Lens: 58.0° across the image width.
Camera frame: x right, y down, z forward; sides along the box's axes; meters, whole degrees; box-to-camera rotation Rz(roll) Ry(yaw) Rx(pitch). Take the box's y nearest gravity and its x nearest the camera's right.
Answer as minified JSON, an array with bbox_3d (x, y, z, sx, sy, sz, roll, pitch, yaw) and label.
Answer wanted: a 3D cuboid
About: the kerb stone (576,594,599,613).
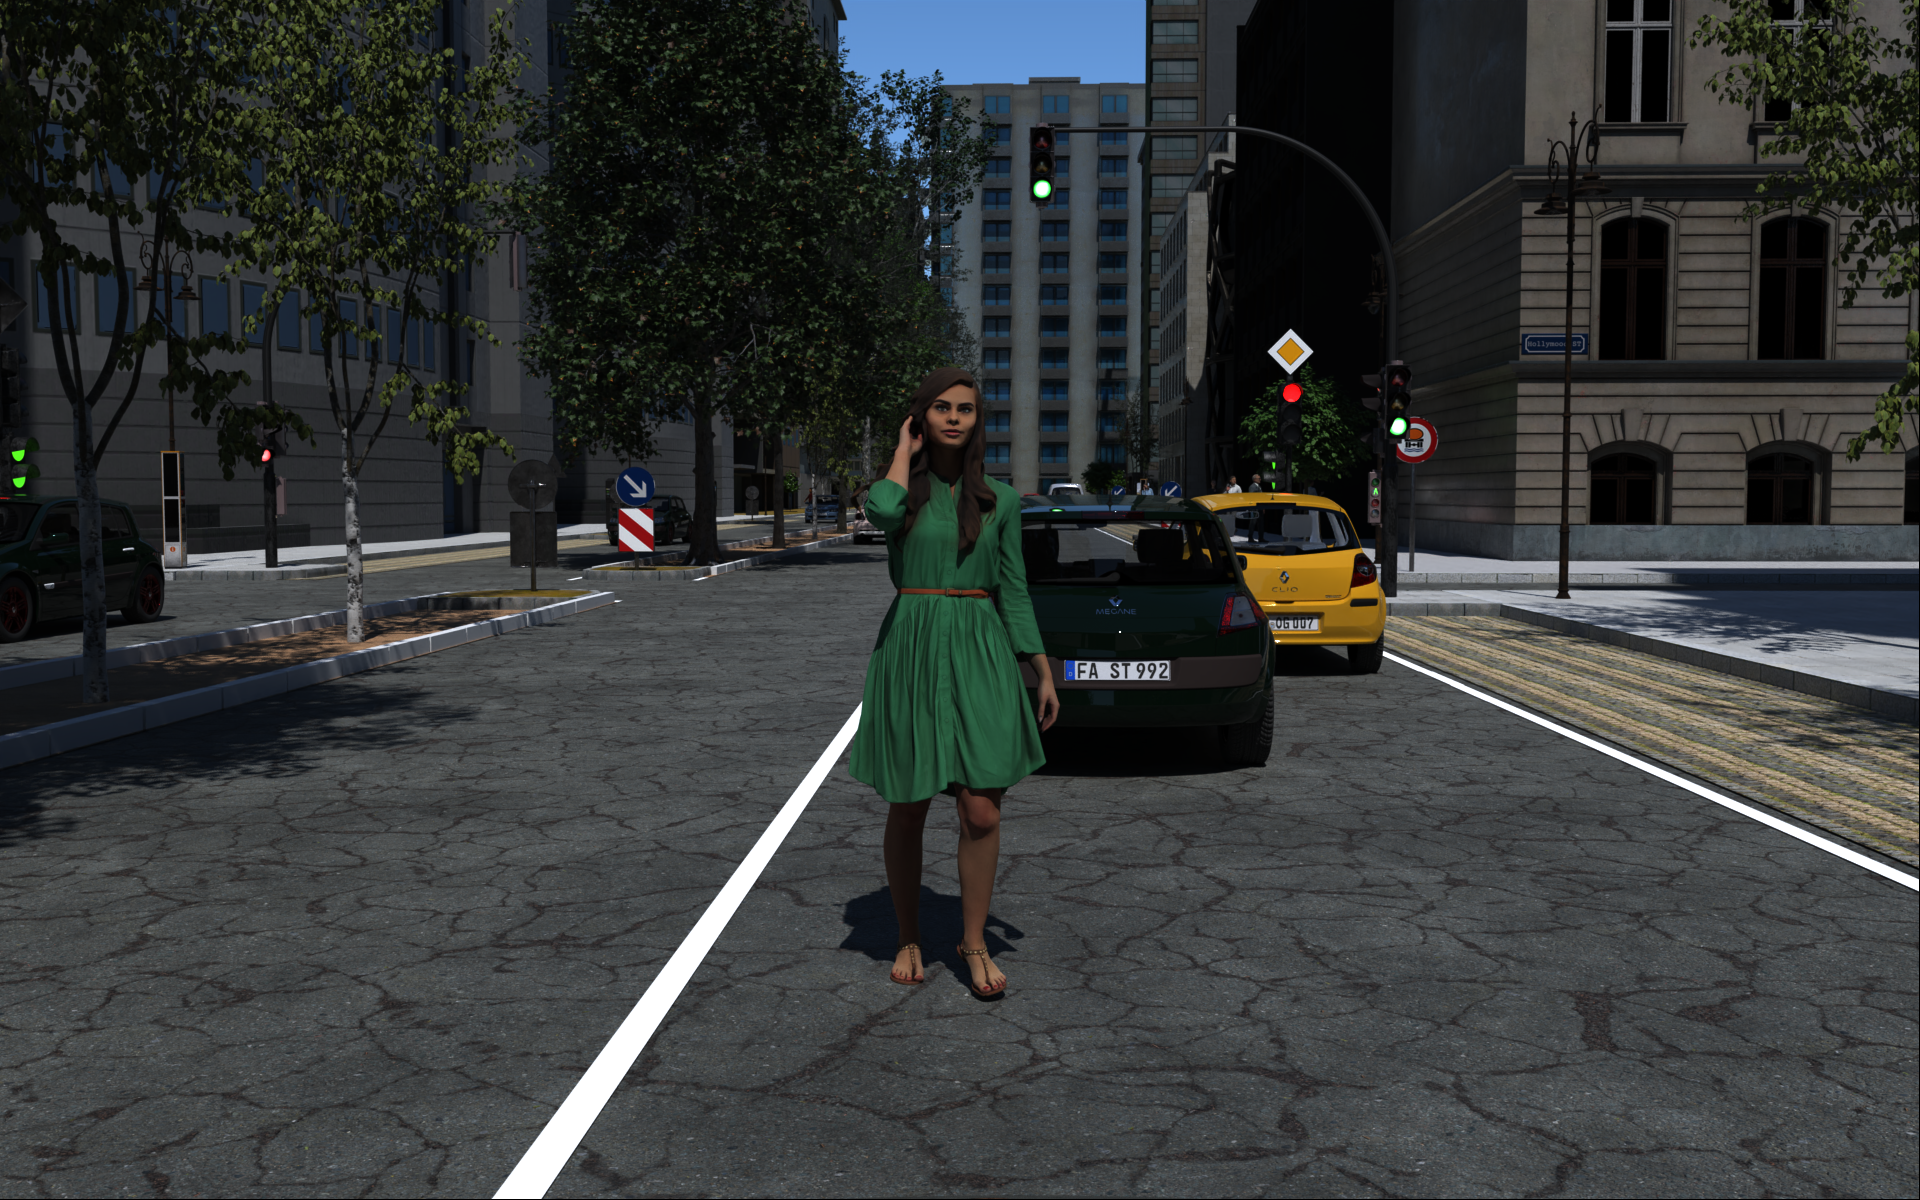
[{"bbox_3d":[-4.636,0.059,21.229,0.120,0.150,1.000,0,4,2],"label":"kerb stone"}]

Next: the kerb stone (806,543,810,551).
[{"bbox_3d":[-3.923,-1.289,43.273,0.120,0.150,1.000,0,4,2],"label":"kerb stone"}]

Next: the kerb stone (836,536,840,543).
[{"bbox_3d":[-3.693,-1.728,50.449,0.120,0.150,1.000,0,4,2],"label":"kerb stone"}]

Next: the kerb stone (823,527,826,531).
[{"bbox_3d":[-5.293,-2.673,65.895,0.120,0.150,1.000,0,4,2],"label":"kerb stone"}]

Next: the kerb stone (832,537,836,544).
[{"bbox_3d":[-3.720,-1.665,49.424,0.120,0.150,1.000,0,4,2],"label":"kerb stone"}]

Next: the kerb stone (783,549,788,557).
[{"bbox_3d":[-4.062,-1.035,39.167,0.120,0.150,1.000,0,4,2],"label":"kerb stone"}]

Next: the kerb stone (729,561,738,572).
[{"bbox_3d":[-4.282,-0.600,31.999,0.120,0.150,1.000,0,4,2],"label":"kerb stone"}]

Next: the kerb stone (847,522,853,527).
[{"bbox_3d":[-4.892,-3.424,78.176,0.120,0.150,1.000,0,4,2],"label":"kerb stone"}]

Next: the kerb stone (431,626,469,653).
[{"bbox_3d":[-4.805,0.376,16.092,0.120,0.150,1.000,0,4,2],"label":"kerb stone"}]

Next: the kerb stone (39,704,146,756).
[{"bbox_3d":[-5.009,0.749,9.957,0.120,0.150,1.000,0,4,2],"label":"kerb stone"}]

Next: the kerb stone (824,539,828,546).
[{"bbox_3d":[-3.792,-1.540,47.369,0.120,0.150,1.000,0,4,2],"label":"kerb stone"}]

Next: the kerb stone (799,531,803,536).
[{"bbox_3d":[-5.513,-2.230,58.719,0.120,0.150,1.000,0,4,2],"label":"kerb stone"}]

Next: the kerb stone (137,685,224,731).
[{"bbox_3d":[-4.969,0.686,10.978,0.120,0.150,1.000,0,4,2],"label":"kerb stone"}]

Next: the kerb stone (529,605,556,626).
[{"bbox_3d":[-4.698,0.187,19.171,0.120,0.150,1.000,0,4,2],"label":"kerb stone"}]

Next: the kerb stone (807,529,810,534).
[{"bbox_3d":[-5.461,-2.359,60.769,0.120,0.150,1.000,0,4,2],"label":"kerb stone"}]

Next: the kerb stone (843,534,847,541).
[{"bbox_3d":[-3.626,-1.846,52.504,0.120,0.150,1.000,0,4,2],"label":"kerb stone"}]

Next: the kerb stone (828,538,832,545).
[{"bbox_3d":[-3.751,-1.602,48.398,0.120,0.150,1.000,0,4,2],"label":"kerb stone"}]

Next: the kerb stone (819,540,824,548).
[{"bbox_3d":[-3.819,-1.476,46.340,0.120,0.150,1.000,0,4,2],"label":"kerb stone"}]

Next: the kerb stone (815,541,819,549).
[{"bbox_3d":[-3.862,-1.414,45.318,0.120,0.150,1.000,0,4,2],"label":"kerb stone"}]

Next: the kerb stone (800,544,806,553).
[{"bbox_3d":[-3.949,-1.227,42.249,0.120,0.150,1.000,0,4,2],"label":"kerb stone"}]

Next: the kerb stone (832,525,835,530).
[{"bbox_3d":[-5.189,-2.861,68.969,0.120,0.150,1.000,0,4,2],"label":"kerb stone"}]

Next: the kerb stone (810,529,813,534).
[{"bbox_3d":[-5.422,-2.422,61.790,0.120,0.150,1.000,0,4,2],"label":"kerb stone"}]

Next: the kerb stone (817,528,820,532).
[{"bbox_3d":[-5.362,-2.547,63.837,0.120,0.150,1.000,0,4,2],"label":"kerb stone"}]

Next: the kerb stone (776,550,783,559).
[{"bbox_3d":[-4.089,-0.973,38.142,0.120,0.150,1.000,0,4,2],"label":"kerb stone"}]

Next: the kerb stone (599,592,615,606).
[{"bbox_3d":[-4.613,0.001,22.255,0.120,0.150,1.000,0,4,2],"label":"kerb stone"}]

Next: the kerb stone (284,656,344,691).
[{"bbox_3d":[-4.904,0.561,13.025,0.120,0.150,1.000,0,4,2],"label":"kerb stone"}]

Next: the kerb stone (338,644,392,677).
[{"bbox_3d":[-4.873,0.498,14.048,0.120,0.150,1.000,0,4,2],"label":"kerb stone"}]

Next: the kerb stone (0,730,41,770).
[{"bbox_3d":[-5.036,0.811,8.935,0.120,0.150,1.000,0,4,2],"label":"kerb stone"}]

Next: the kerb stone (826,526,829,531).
[{"bbox_3d":[-5.257,-2.732,66.916,0.120,0.150,1.000,0,4,2],"label":"kerb stone"}]

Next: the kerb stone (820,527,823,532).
[{"bbox_3d":[-5.327,-2.609,64.859,0.120,0.150,1.000,0,4,2],"label":"kerb stone"}]

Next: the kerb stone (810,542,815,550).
[{"bbox_3d":[-3.887,-1.352,44.294,0.120,0.150,1.000,0,4,2],"label":"kerb stone"}]

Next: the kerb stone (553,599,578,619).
[{"bbox_3d":[-4.672,0.124,20.208,0.120,0.150,1.000,0,4,2],"label":"kerb stone"}]

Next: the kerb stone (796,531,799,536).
[{"bbox_3d":[-5.559,-2.171,57.698,0.120,0.150,1.000,0,4,2],"label":"kerb stone"}]

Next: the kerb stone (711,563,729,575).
[{"bbox_3d":[-4.322,-0.537,30.976,0.120,0.150,1.000,0,4,2],"label":"kerb stone"}]

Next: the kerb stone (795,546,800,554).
[{"bbox_3d":[-3.990,-1.164,41.221,0.120,0.150,1.000,0,4,2],"label":"kerb stone"}]

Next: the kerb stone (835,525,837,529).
[{"bbox_3d":[-5.156,-2.923,69.994,0.120,0.150,1.000,0,4,2],"label":"kerb stone"}]

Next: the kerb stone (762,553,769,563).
[{"bbox_3d":[-4.156,-0.850,36.099,0.120,0.150,1.000,0,4,2],"label":"kerb stone"}]

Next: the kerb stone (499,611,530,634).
[{"bbox_3d":[-4.737,0.250,18.141,0.120,0.150,1.000,0,4,2],"label":"kerb stone"}]

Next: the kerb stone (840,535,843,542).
[{"bbox_3d":[-3.654,-1.790,51.476,0.120,0.150,1.000,0,4,2],"label":"kerb stone"}]

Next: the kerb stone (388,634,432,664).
[{"bbox_3d":[-4.843,0.437,15.069,0.120,0.150,1.000,0,4,2],"label":"kerb stone"}]

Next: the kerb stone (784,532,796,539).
[{"bbox_3d":[-5.587,-2.109,56.670,0.120,0.150,1.000,0,4,2],"label":"kerb stone"}]

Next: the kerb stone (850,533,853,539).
[{"bbox_3d":[-3.568,-1.978,54.560,0.120,0.150,1.000,0,4,2],"label":"kerb stone"}]

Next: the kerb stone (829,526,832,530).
[{"bbox_3d":[-5.225,-2.798,67.938,0.120,0.150,1.000,0,4,2],"label":"kerb stone"}]

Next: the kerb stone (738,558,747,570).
[{"bbox_3d":[-4.252,-0.660,33.021,0.120,0.150,1.000,0,4,2],"label":"kerb stone"}]

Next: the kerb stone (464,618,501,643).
[{"bbox_3d":[-4.774,0.311,17.119,0.120,0.150,1.000,0,4,2],"label":"kerb stone"}]

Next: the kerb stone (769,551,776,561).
[{"bbox_3d":[-4.123,-0.913,37.120,0.120,0.150,1.000,0,4,2],"label":"kerb stone"}]

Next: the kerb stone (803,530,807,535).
[{"bbox_3d":[-5.494,-2.296,59.741,0.120,0.150,1.000,0,4,2],"label":"kerb stone"}]

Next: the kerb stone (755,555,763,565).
[{"bbox_3d":[-4.182,-0.788,35.077,0.120,0.150,1.000,0,4,2],"label":"kerb stone"}]

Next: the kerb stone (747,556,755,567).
[{"bbox_3d":[-4.218,-0.725,34.055,0.120,0.150,1.000,0,4,2],"label":"kerb stone"}]

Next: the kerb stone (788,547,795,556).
[{"bbox_3d":[-4.023,-1.095,40.197,0.120,0.150,1.000,0,4,2],"label":"kerb stone"}]

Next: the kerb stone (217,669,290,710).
[{"bbox_3d":[-4.932,0.624,11.999,0.120,0.150,1.000,0,4,2],"label":"kerb stone"}]

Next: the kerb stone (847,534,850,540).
[{"bbox_3d":[-3.588,-1.917,53.533,0.120,0.150,1.000,0,4,2],"label":"kerb stone"}]
